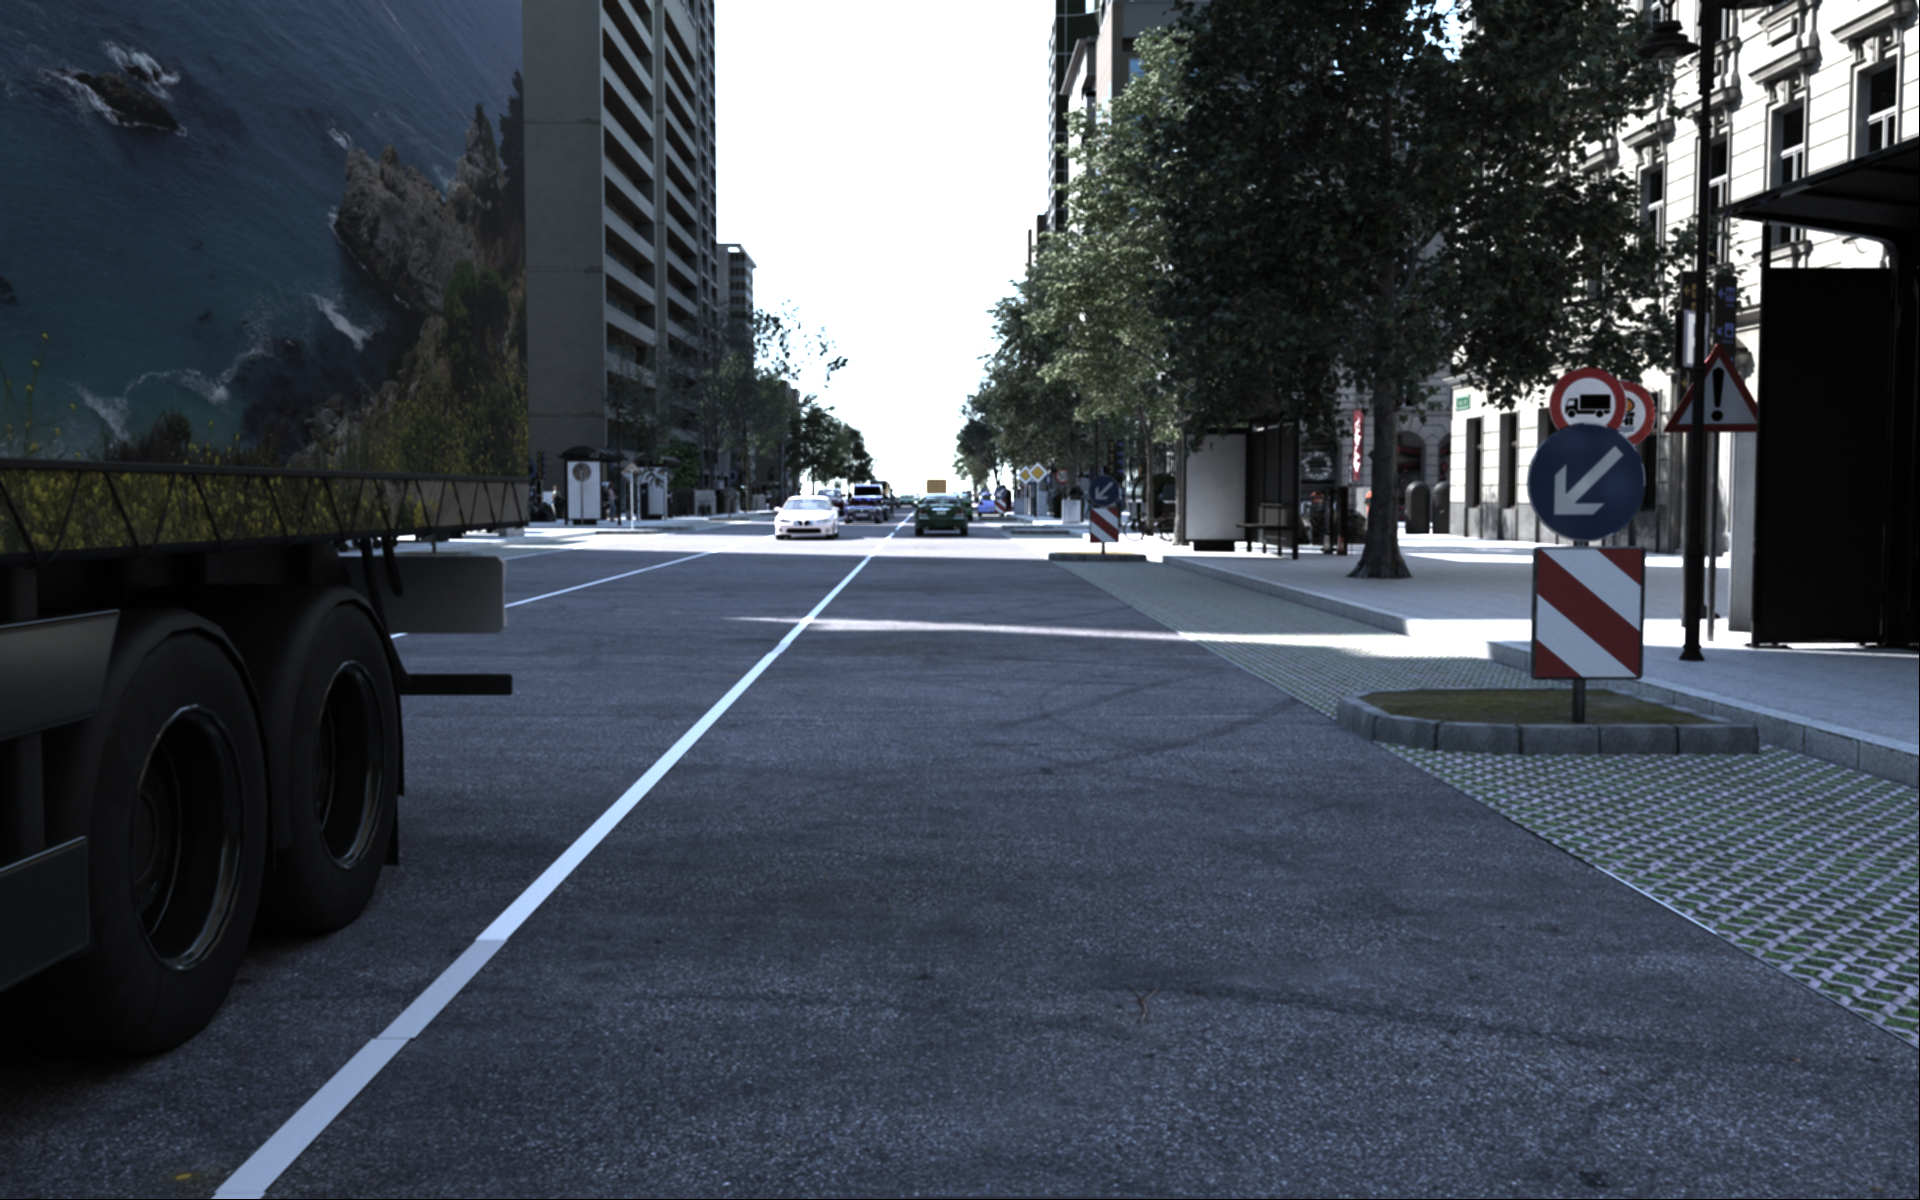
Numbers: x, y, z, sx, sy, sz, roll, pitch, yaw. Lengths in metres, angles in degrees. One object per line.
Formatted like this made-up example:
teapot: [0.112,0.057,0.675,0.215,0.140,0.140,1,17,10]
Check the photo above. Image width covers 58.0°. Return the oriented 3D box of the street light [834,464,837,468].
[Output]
street light: [-16.625,-15.742,230.161,0.468,5.910,1.993,0,4,-1]

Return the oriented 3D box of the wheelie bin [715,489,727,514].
wheelie bin: [-15.690,-6.471,113.712,0.693,1.594,0.980,3,5,41]

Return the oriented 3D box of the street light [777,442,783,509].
street light: [-15.285,-10.649,146.896,0.468,5.910,1.993,0,4,-1]

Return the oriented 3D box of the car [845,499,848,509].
car: [-8.739,-6.782,120.484,1.945,1.707,3.694,0,4,-1]

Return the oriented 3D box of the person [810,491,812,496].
person: [-24.431,-16.831,282.012,0.721,1.735,1.217,1,4,13]

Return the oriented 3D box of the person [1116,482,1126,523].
person: [7.007,-4.314,76.766,0.721,1.800,0.419,-1,4,-13]

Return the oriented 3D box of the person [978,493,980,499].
person: [2.829,-16.378,274.620,0.742,1.727,0.445,0,4,5]

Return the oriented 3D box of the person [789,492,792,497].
person: [-23.675,-14.316,241.575,0.593,1.643,0.415,1,4,15]

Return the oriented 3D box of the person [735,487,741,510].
person: [-16.903,-7.652,131.143,0.713,1.824,0.794,-2,4,-35]

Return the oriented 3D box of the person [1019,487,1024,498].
person: [3.979,-6.313,109.853,0.643,1.750,0.593,-1,4,-11]

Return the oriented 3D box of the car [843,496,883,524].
car: [-4.707,-4.401,84.536,1.945,1.354,3.894,0,4,-1]

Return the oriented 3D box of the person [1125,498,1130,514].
person: [10.685,-6.149,109.167,0.523,1.515,0.503,2,4,35]

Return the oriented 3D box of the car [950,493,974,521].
car: [-0.224,-5.195,93.733,1.959,1.807,4.718,0,4,-1]

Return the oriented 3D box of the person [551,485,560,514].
person: [-21.882,-5.323,93.631,0.519,1.759,0.362,2,4,28]

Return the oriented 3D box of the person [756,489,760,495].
person: [-17.425,-8.680,148.675,0.721,1.735,1.217,0,4,1]

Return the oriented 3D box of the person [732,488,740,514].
person: [-14.748,-6.535,113.901,0.512,1.701,0.522,0,4,-2]

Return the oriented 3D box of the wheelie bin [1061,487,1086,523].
wheelie bin: [5.257,-4.289,78.031,0.693,1.594,0.980,3,5,40]

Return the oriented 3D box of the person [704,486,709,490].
person: [-17.853,-7.096,122.043,0.580,1.828,0.573,1,4,14]

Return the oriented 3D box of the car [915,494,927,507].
car: [-2.173,-6.906,124.714,2.131,1.459,4.920,0,4,0]

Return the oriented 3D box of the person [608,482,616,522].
person: [-16.057,-4.518,79.916,0.388,1.821,0.555,-2,4,-25]

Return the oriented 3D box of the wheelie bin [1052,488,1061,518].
wheelie bin: [5.294,-5.174,92.499,0.693,1.594,0.980,2,4,32]

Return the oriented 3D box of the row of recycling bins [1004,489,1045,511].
row of recycling bins: [5.014,-7.844,135.358,3.534,1.692,1.069,0,4,-2]

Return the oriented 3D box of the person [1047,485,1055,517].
person: [5.229,-5.587,97.503,0.709,1.813,0.853,-2,4,-31]

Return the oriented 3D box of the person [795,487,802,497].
person: [-9.127,-5.490,98.351,0.616,1.811,0.778,3,5,42]

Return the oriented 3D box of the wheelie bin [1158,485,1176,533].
wheelie bin: [7.090,-3.052,57.802,0.980,1.594,0.693,2,4,23]

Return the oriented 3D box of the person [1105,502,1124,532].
person: [5.109,-3.204,58.269,0.795,1.843,0.661,0,4,-4]

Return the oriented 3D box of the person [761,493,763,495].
person: [-24.630,-12.654,216.125,0.628,1.438,0.799,0,4,7]

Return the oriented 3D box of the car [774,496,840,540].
car: [-4.909,-2.668,55.987,2.083,1.381,4.827,0,4,-1]

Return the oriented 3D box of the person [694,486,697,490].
person: [-16.886,-6.358,109.966,0.822,1.834,0.622,-1,4,-11]

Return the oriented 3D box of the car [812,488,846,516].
car: [-8.652,-6.487,114.732,2.281,1.827,5.304,0,4,-2]

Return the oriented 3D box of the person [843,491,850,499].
person: [-11.463,-9.946,171.635,1.217,1.766,0.721,0,4,-2]

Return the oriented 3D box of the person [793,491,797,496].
person: [-22.552,-14.123,237.395,0.568,1.767,0.683,1,4,13]

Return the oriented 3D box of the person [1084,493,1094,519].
person: [6.707,-5.032,88.664,0.721,1.781,0.623,-2,4,-28]

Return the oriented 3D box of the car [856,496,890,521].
car: [-4.730,-4.947,93.460,1.945,1.354,3.894,0,4,-3]

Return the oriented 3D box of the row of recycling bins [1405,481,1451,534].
row of recycling bins: [15.935,-2.936,55.116,3.534,1.692,1.069,2,4,28]

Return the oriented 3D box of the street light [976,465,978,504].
street light: [2.225,-15.188,221.108,0.468,5.910,1.993,0,4,-1]

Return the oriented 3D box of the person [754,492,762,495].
person: [-22.197,-11.265,190.183,1.348,1.831,0.705,-1,4,-13]

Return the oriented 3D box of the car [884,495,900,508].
car: [-7.061,-10.059,177.045,1.945,1.354,3.894,0,4,1]

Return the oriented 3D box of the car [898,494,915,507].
car: [-5.978,-11.275,193.137,1.959,1.807,4.718,0,3,0]

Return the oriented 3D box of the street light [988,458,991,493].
street light: [3.040,-12.253,173.129,0.468,5.910,1.993,0,4,-1]

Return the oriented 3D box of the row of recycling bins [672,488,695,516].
row of recycling bins: [-16.770,-6.000,105.206,1.069,1.692,3.534,0,4,3]

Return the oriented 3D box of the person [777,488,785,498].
person: [-16.805,-9.412,159.934,1.348,1.823,0.705,-2,4,-24]

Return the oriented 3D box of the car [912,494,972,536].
car: [-0.638,-2.994,60.746,2.131,1.459,4.920,0,4,0]

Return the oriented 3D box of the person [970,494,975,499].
person: [1.041,-9.799,171.902,0.799,1.438,0.628,-1,4,-12]

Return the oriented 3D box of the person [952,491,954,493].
person: [-0.706,-9.123,158.219,0.990,1.755,0.434,0,4,-2]

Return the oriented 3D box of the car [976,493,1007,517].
car: [1.990,-6.116,109.593,1.945,1.707,3.694,0,4,1]

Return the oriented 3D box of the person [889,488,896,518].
person: [-3.949,-5.714,102.101,0.526,1.800,0.537,1,4,11]

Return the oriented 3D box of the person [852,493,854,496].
person: [-17.555,-17.165,287.418,1.217,1.736,0.721,2,4,24]
